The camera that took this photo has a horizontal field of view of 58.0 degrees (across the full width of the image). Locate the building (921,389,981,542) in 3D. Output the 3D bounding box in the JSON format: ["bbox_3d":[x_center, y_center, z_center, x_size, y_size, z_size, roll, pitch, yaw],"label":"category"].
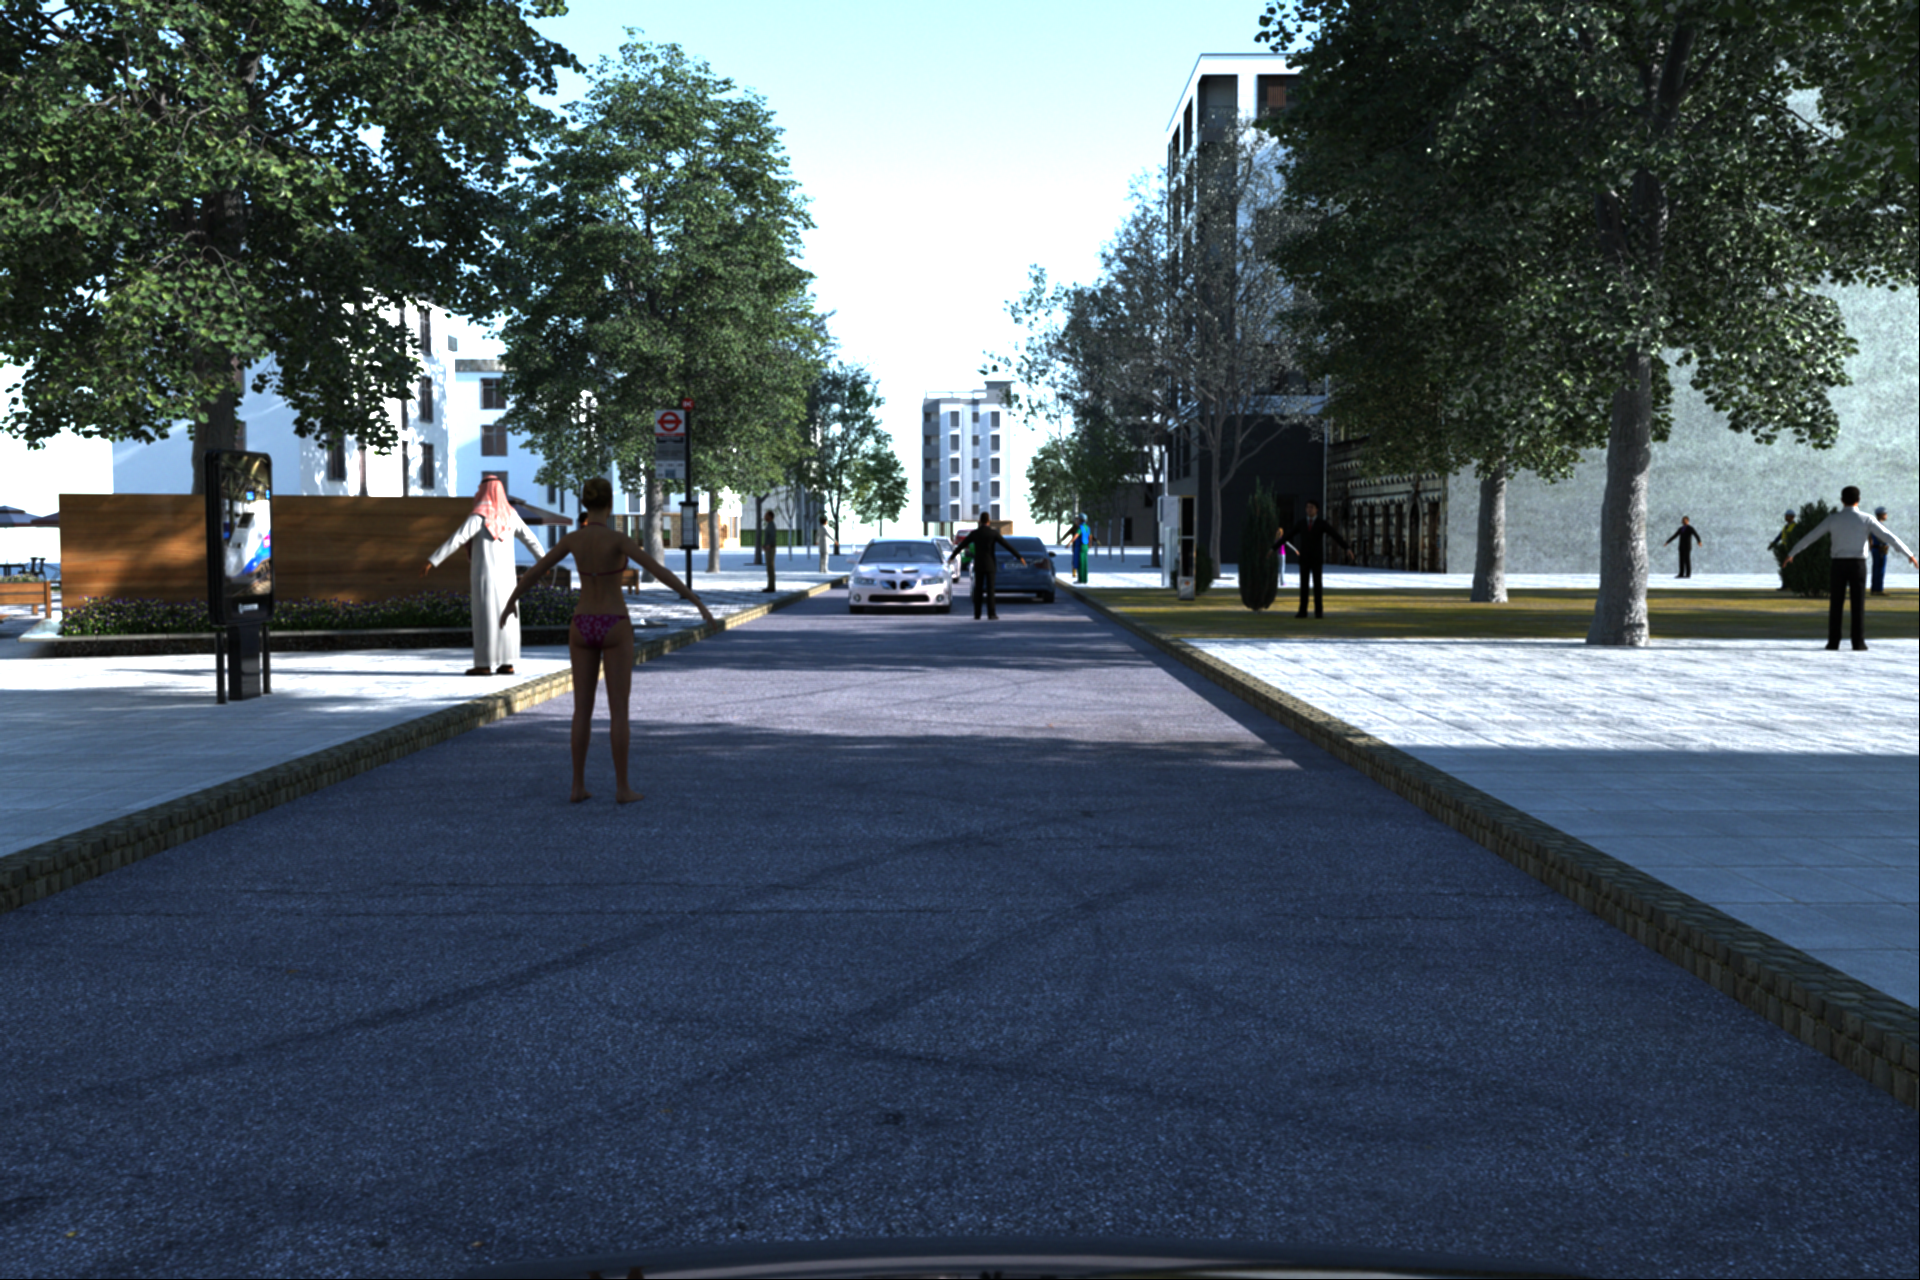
[{"bbox_3d":[-4.560,-21.969,218.076,11.380,20.090,16.016,1,4,10],"label":"building"}]

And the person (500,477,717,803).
[{"bbox_3d":[-1.907,-0.004,9.320,1.217,1.733,0.721,1,4,8],"label":"person"}]

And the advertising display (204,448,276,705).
[{"bbox_3d":[-5.573,-0.503,13.442,0.123,1.923,0.974,0,4,0],"label":"advertising display"}]

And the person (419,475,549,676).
[{"bbox_3d":[-4.271,-0.589,15.771,0.704,1.811,1.347,3,5,42],"label":"person"}]

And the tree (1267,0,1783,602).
[{"bbox_3d":[10.006,-7.700,32.543,9.857,13.997,8.962,0,3,0],"label":"tree"}]

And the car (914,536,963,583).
[{"bbox_3d":[-0.938,-2.449,52.397,2.083,1.381,4.827,0,4,1],"label":"car"}]

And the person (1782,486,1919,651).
[{"bbox_3d":[9.830,-0.795,19.158,1.344,1.810,0.704,2,4,32],"label":"person"}]

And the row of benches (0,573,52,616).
[{"bbox_3d":[-15.729,-0.642,25.958,1.422,0.672,4.104,3,5,42],"label":"row of benches"}]

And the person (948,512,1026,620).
[{"bbox_3d":[0.426,-1.246,29.050,1.346,1.802,0.704,1,4,14],"label":"person"}]

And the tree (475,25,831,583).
[{"bbox_3d":[-8.052,-8.491,45.488,9.857,13.997,8.962,0,3,0],"label":"tree"}]

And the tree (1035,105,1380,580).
[{"bbox_3d":[7.405,-8.481,49.030,12.009,13.543,11.850,0,3,0],"label":"tree"}]

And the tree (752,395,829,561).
[{"bbox_3d":[-8.112,-8.082,82.511,4.360,8.622,3.978,0,3,0],"label":"tree"}]

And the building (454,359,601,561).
[{"bbox_3d":[-24.622,-9.471,97.003,9.099,9.664,28.070,0,4,0],"label":"building"}]

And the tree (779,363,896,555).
[{"bbox_3d":[-7.608,-10.942,104.664,9.928,11.665,9.643,0,3,0],"label":"tree"}]

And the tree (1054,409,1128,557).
[{"bbox_3d":[7.558,-8.976,97.128,4.737,8.622,4.395,0,3,0],"label":"tree"}]

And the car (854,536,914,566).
[{"bbox_3d":[-1.821,-2.129,47.170,2.083,1.381,4.827,0,4,0],"label":"car"}]

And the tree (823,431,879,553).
[{"bbox_3d":[-7.389,-10.285,118.527,4.737,8.622,4.395,0,3,0],"label":"tree"}]

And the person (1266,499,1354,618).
[{"bbox_3d":[5.349,-1.237,26.408,1.347,1.806,0.705,2,4,26],"label":"person"}]

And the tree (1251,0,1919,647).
[{"bbox_3d":[7.701,-6.920,19.794,9.857,13.997,8.962,0,3,0],"label":"tree"}]

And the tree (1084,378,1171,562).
[{"bbox_3d":[7.278,-7.828,78.350,4.360,8.622,3.978,0,3,0],"label":"tree"}]

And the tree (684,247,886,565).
[{"bbox_3d":[-8.268,-9.867,71.691,12.009,13.543,11.850,0,3,0],"label":"tree"}]

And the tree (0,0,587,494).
[{"bbox_3d":[-8.765,-6.926,19.899,9.857,13.997,8.962,0,3,0],"label":"tree"}]

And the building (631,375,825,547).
[{"bbox_3d":[-24.867,-19.889,191.636,16.747,18.905,31.486,0,4,1],"label":"building"}]

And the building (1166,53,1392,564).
[{"bbox_3d":[24.403,-15.055,90.128,27.936,21.610,32.646,0,4,1],"label":"building"}]

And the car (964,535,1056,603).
[{"bbox_3d":[1.103,-1.557,37.456,2.014,1.417,4.499,0,4,0],"label":"car"}]

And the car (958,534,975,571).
[{"bbox_3d":[0.909,-3.703,69.334,1.959,1.807,4.718,0,4,0],"label":"car"}]

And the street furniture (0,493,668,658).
[{"bbox_3d":[-7.144,-0.877,21.202,11.010,1.723,9.812,-2,4,-25],"label":"street furniture"}]

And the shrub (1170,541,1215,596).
[{"bbox_3d":[4.838,-1.524,36.028,1.383,1.207,1.383,0,3,0],"label":"shrub"}]

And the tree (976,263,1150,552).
[{"bbox_3d":[7.460,-16.216,121.028,12.611,20.169,13.585,0,3,0],"label":"tree"}]

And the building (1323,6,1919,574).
[{"bbox_3d":[24.735,-14.245,63.841,19.493,23.208,18.063,0,3,0],"label":"building"}]

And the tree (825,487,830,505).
[{"bbox_3d":[-19.711,-17.634,214.078,9.928,11.665,9.643,0,3,0],"label":"tree"}]

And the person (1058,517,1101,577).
[{"bbox_3d":[3.533,-2.775,51.504,1.346,1.812,0.704,-1,4,-16],"label":"person"}]

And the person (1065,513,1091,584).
[{"bbox_3d":[3.098,-2.346,44.476,0.704,1.817,1.347,2,4,30],"label":"person"}]

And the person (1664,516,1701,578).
[{"bbox_3d":[21.152,-2.713,50.581,0.704,1.802,1.346,-2,4,-24],"label":"person"}]

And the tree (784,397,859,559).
[{"bbox_3d":[-7.574,-8.456,88.621,4.737,8.622,4.395,0,3,0],"label":"tree"}]

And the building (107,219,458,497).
[{"bbox_3d":[-22.201,-7.225,60.275,9.099,9.664,28.070,0,4,0],"label":"building"}]

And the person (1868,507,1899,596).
[{"bbox_3d":[19.134,-1.843,35.988,0.705,1.847,1.347,0,4,6],"label":"person"}]

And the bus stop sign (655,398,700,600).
[{"bbox_3d":[-5.540,-2.769,33.984,0.855,3.939,0.416,0,4,0],"label":"bus stop sign"}]

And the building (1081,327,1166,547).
[{"bbox_3d":[26.968,-21.010,187.489,27.936,21.610,32.646,0,4,1],"label":"building"}]

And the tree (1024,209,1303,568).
[{"bbox_3d":[7.428,-9.530,66.190,12.009,13.543,11.850,0,3,0],"label":"tree"}]

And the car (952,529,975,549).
[{"bbox_3d":[0.543,-6.942,122.168,2.281,1.827,5.304,0,4,1],"label":"car"}]

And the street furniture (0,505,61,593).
[{"bbox_3d":[-32.863,-1.962,37.109,27.439,1.986,14.083,1,4,8],"label":"street furniture"}]

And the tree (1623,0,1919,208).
[{"bbox_3d":[7.026,-5.530,8.535,7.486,12.596,7.792,0,3,0],"label":"tree"}]

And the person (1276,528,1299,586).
[{"bbox_3d":[7.962,-2.064,43.005,0.991,1.433,0.599,3,5,41],"label":"person"}]

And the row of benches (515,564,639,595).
[{"bbox_3d":[-8.738,-1.247,35.858,4.104,0.672,1.422,-2,4,-26],"label":"row of benches"}]

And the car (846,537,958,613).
[{"bbox_3d":[-1.082,-1.256,32.892,2.083,1.381,4.827,0,4,0],"label":"car"}]

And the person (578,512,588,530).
[{"bbox_3d":[-9.051,-2.192,41.981,0.704,1.843,1.345,-1,4,-21],"label":"person"}]

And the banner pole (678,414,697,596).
[{"bbox_3d":[-5.669,-2.824,36.189,0.401,3.779,0.863,0,3,0],"label":"banner pole"}]

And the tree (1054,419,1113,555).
[{"bbox_3d":[7.722,-9.479,105.348,4.360,8.622,3.978,0,3,0],"label":"tree"}]

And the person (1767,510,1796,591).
[{"bbox_3d":[18.695,-2.027,39.104,0.705,1.833,1.349,0,4,-4],"label":"person"}]

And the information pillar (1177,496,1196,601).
[{"bbox_3d":[4.363,-1.766,33.371,0.304,2.012,0.304,0,4,-1],"label":"information pillar"}]

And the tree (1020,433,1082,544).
[{"bbox_3d":[12.482,-18.962,216.683,9.857,13.997,8.962,0,3,0],"label":"tree"}]

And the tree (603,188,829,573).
[{"bbox_3d":[-8.086,-8.521,57.439,7.486,12.596,7.792,0,3,0],"label":"tree"}]

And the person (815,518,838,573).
[{"bbox_3d":[-4.444,-3.105,56.945,0.705,1.806,1.347,-3,4,-36],"label":"person"}]

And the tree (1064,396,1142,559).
[{"bbox_3d":[7.522,-8.408,87.838,4.737,8.622,4.395,0,3,0],"label":"tree"}]

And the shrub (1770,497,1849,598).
[{"bbox_3d":[17.351,-1.874,35.065,1.690,2.028,1.600,0,3,0],"label":"shrub"}]

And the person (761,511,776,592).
[{"bbox_3d":[-4.230,-1.960,38.314,0.705,1.796,1.348,-1,4,-10],"label":"person"}]

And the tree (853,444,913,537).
[{"bbox_3d":[-9.489,-18.250,216.522,7.486,12.596,7.792,0,3,0],"label":"tree"}]

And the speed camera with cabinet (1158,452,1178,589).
[{"bbox_3d":[5.168,-2.876,41.356,0.660,3.252,2.038,0,4,-1],"label":"speed camera with cabinet"}]

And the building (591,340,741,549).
[{"bbox_3d":[-25.578,-17.911,149.267,16.016,20.090,11.380,0,3,0],"label":"building"}]
